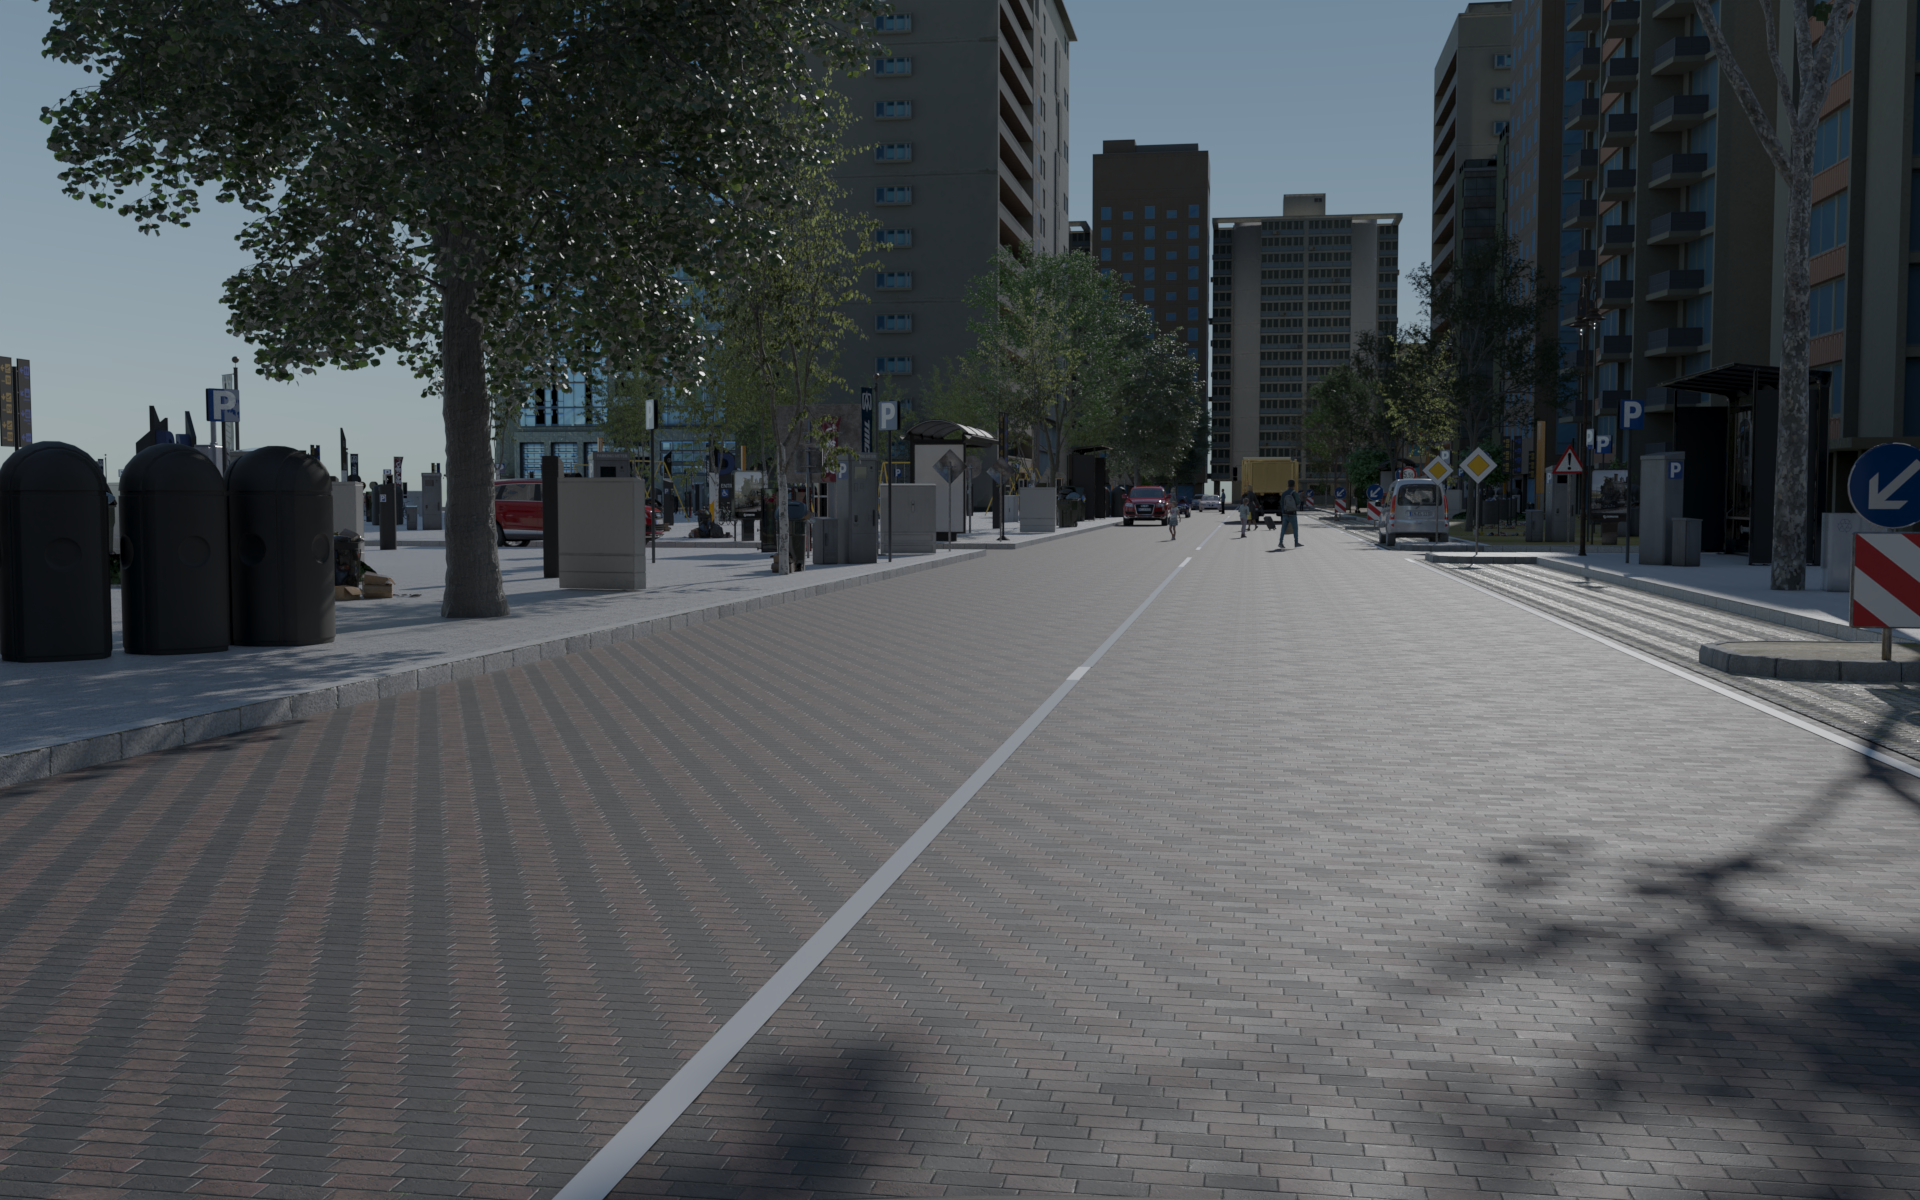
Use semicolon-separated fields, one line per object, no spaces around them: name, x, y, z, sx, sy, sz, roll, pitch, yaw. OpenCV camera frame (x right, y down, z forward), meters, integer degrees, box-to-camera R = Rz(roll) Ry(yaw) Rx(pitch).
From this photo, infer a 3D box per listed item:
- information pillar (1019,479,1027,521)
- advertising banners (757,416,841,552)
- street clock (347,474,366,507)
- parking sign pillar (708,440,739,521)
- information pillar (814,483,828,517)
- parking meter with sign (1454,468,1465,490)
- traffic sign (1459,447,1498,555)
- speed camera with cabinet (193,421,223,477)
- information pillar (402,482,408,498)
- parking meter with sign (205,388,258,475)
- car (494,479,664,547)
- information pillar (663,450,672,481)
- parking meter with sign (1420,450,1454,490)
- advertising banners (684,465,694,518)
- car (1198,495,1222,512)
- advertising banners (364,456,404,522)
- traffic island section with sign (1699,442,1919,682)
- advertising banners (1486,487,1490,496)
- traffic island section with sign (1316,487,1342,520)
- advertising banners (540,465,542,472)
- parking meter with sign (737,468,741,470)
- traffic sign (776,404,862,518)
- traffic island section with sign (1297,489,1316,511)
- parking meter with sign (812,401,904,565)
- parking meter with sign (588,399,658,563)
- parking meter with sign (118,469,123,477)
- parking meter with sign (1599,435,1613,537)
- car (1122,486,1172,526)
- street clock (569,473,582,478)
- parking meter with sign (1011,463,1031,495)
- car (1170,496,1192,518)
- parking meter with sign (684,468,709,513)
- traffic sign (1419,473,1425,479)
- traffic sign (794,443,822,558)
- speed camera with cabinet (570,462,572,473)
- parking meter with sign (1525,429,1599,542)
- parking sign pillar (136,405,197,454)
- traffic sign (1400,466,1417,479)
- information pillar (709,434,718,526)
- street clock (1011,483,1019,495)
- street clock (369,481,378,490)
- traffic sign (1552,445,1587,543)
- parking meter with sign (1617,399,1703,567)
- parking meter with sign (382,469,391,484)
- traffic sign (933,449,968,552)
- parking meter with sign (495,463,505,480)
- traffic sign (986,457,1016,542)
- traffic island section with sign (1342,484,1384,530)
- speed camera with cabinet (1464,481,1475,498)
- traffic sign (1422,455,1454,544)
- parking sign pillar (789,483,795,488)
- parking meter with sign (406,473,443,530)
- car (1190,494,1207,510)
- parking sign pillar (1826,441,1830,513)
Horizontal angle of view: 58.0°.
information pillar;3.033;-4.819;83.286;0.304;2.012;0.304;3;5;41
advertising banners;-3.553;-2.587;38.478;2.074;3.025;0.090;-2;4;-31
street clock;-22.042;-3.576;63.040;0.471;2.002;0.358;1;4;8
parking sign pillar;-11.193;-5.709;81.806;1.447;3.967;1.447;-2;4;-28
information pillar;-3.807;-2.627;47.444;0.304;2.012;0.304;-2;4;-29
parking meter with sign;32.831;-7.302;115.649;1.738;3.016;0.543;-2;4;-27
traffic sign;10.959;-2.021;36.687;0.795;2.450;0.064;1;4;9
speed camera with cabinet;-14.061;-2.373;33.132;0.660;3.252;2.038;0;4;7
information pillar;-34.034;-6.216;106.118;0.304;2.012;0.304;-2;4;-34
parking meter with sign;-11.542;-1.954;28.208;1.738;3.016;0.543;3;4;38
car;-10.074;-2.131;43.519;5.304;1.827;2.281;0;4;8
information pillar;-15.401;-6.114;91.321;0.504;3.616;0.183;-3;4;-36
parking meter with sign;18.629;-4.431;68.704;1.738;3.016;0.543;-2;4;-27
advertising banners;-14.482;-5.908;92.776;0.090;3.025;2.074;0;4;5
car;20.108;-7.739;138.897;2.083;1.381;4.827;0;4;8
advertising banners;-26.540;-5.117;79.848;0.090;3.025;2.074;3;5;40
traffic island section with sign;7.182;-0.333;14.069;1.989;1.847;2.006;1;4;9
advertising banners;31.861;-6.655;104.999;0.090;3.025;2.074;0;4;0
traffic island section with sign;20.931;-5.344;95.999;1.989;1.847;2.006;1;4;9
advertising banners;-23.955;-6.540;103.113;2.074;3.025;0.090;0;4;4
parking meter with sign;-14.942;-7.307;115.733;0.543;3.016;1.738;-1;4;-14
traffic sign;-3.125;-2.784;39.390;2.265;3.308;0.079;1;4;17
traffic island section with sign;29.153;-8.340;144.992;1.989;1.847;2.006;1;4;9
parking meter with sign;-1.932;-2.185;31.992;1.738;3.016;0.543;-3;5;-42
parking meter with sign;-6.432;-2.167;31.690;1.738;3.016;0.543;-2;4;-25
parking meter with sign;-58.952;-7.617;120.799;0.543;3.016;1.738;1;4;11
parking meter with sign;19.713;-3.395;51.767;1.738;3.016;0.543;-2;4;-35
car;8.637;-4.351;79.817;2.281;1.827;5.304;1;4;9
street clock;-12.958;-3.297;58.471;0.358;2.002;0.471;2;4;26
parking meter with sign;3.633;-6.082;95.700;0.543;3.016;1.738;-3;5;-42
car;13.086;-5.653;105.014;1.945;1.354;3.894;1;4;9
parking meter with sign;-17.441;-7.292;115.490;1.738;3.016;0.543;1;4;9
traffic sign;26.654;-6.094;99.636;0.884;2.594;0.081;1;4;18
traffic sign;-3.032;-1.983;34.555;0.606;2.300;0.079;1;4;16
speed camera with cabinet;-24.287;-6.835;106.082;0.660;3.252;2.038;-3;4;-38
parking meter with sign;16.043;-3.061;46.303;1.738;3.016;0.543;0;4;-8
parking sign pillar;-24.556;-3.970;53.388;1.447;3.967;1.447;-1;4;-11
traffic sign;20.670;-4.881;79.910;0.768;2.556;0.104;1;4;13
information pillar;-9.602;-4.655;67.459;0.183;3.616;0.504;2;4;27
street clock;3.727;-6.890;117.215;0.471;2.002;0.358;-3;4;-37
street clock;-33.389;-5.756;98.681;0.471;2.002;0.358;1;4;21
traffic sign;15.976;-2.780;45.451;0.884;2.594;0.081;1;4;15
parking meter with sign;12.660;-2.141;31.267;0.543;3.016;1.738;-1;4;-20
parking meter with sign;-40.506;-7.704;122.222;0.543;3.016;1.738;-2;4;-26
traffic sign;-0.226;-2.137;38.577;0.795;2.450;0.064;1;4;9
parking meter with sign;-25.862;-6.197;97.577;0.543;3.016;1.738;-1;4;-18
traffic sign;1.095;-2.618;46.453;0.795;2.450;0.064;1;4;9
traffic island section with sign;16.474;-3.718;69.413;1.989;1.847;2.006;1;4;9
speed camera with cabinet;32.407;-7.225;112.458;2.038;3.252;0.660;1;4;12
traffic sign;12.280;-2.503;44.563;0.795;2.450;0.064;1;4;9
parking sign pillar;-11.482;-8.239;123.186;1.447;3.967;1.447;-2;4;-33
parking meter with sign;-18.890;-4.015;61.904;1.738;3.016;0.543;-1;4;-13
car;21.369;-8.626;153.032;2.014;1.417;4.499;1;4;11
parking sign pillar;25.636;-3.874;51.814;1.447;3.967;1.447;2;4;35
